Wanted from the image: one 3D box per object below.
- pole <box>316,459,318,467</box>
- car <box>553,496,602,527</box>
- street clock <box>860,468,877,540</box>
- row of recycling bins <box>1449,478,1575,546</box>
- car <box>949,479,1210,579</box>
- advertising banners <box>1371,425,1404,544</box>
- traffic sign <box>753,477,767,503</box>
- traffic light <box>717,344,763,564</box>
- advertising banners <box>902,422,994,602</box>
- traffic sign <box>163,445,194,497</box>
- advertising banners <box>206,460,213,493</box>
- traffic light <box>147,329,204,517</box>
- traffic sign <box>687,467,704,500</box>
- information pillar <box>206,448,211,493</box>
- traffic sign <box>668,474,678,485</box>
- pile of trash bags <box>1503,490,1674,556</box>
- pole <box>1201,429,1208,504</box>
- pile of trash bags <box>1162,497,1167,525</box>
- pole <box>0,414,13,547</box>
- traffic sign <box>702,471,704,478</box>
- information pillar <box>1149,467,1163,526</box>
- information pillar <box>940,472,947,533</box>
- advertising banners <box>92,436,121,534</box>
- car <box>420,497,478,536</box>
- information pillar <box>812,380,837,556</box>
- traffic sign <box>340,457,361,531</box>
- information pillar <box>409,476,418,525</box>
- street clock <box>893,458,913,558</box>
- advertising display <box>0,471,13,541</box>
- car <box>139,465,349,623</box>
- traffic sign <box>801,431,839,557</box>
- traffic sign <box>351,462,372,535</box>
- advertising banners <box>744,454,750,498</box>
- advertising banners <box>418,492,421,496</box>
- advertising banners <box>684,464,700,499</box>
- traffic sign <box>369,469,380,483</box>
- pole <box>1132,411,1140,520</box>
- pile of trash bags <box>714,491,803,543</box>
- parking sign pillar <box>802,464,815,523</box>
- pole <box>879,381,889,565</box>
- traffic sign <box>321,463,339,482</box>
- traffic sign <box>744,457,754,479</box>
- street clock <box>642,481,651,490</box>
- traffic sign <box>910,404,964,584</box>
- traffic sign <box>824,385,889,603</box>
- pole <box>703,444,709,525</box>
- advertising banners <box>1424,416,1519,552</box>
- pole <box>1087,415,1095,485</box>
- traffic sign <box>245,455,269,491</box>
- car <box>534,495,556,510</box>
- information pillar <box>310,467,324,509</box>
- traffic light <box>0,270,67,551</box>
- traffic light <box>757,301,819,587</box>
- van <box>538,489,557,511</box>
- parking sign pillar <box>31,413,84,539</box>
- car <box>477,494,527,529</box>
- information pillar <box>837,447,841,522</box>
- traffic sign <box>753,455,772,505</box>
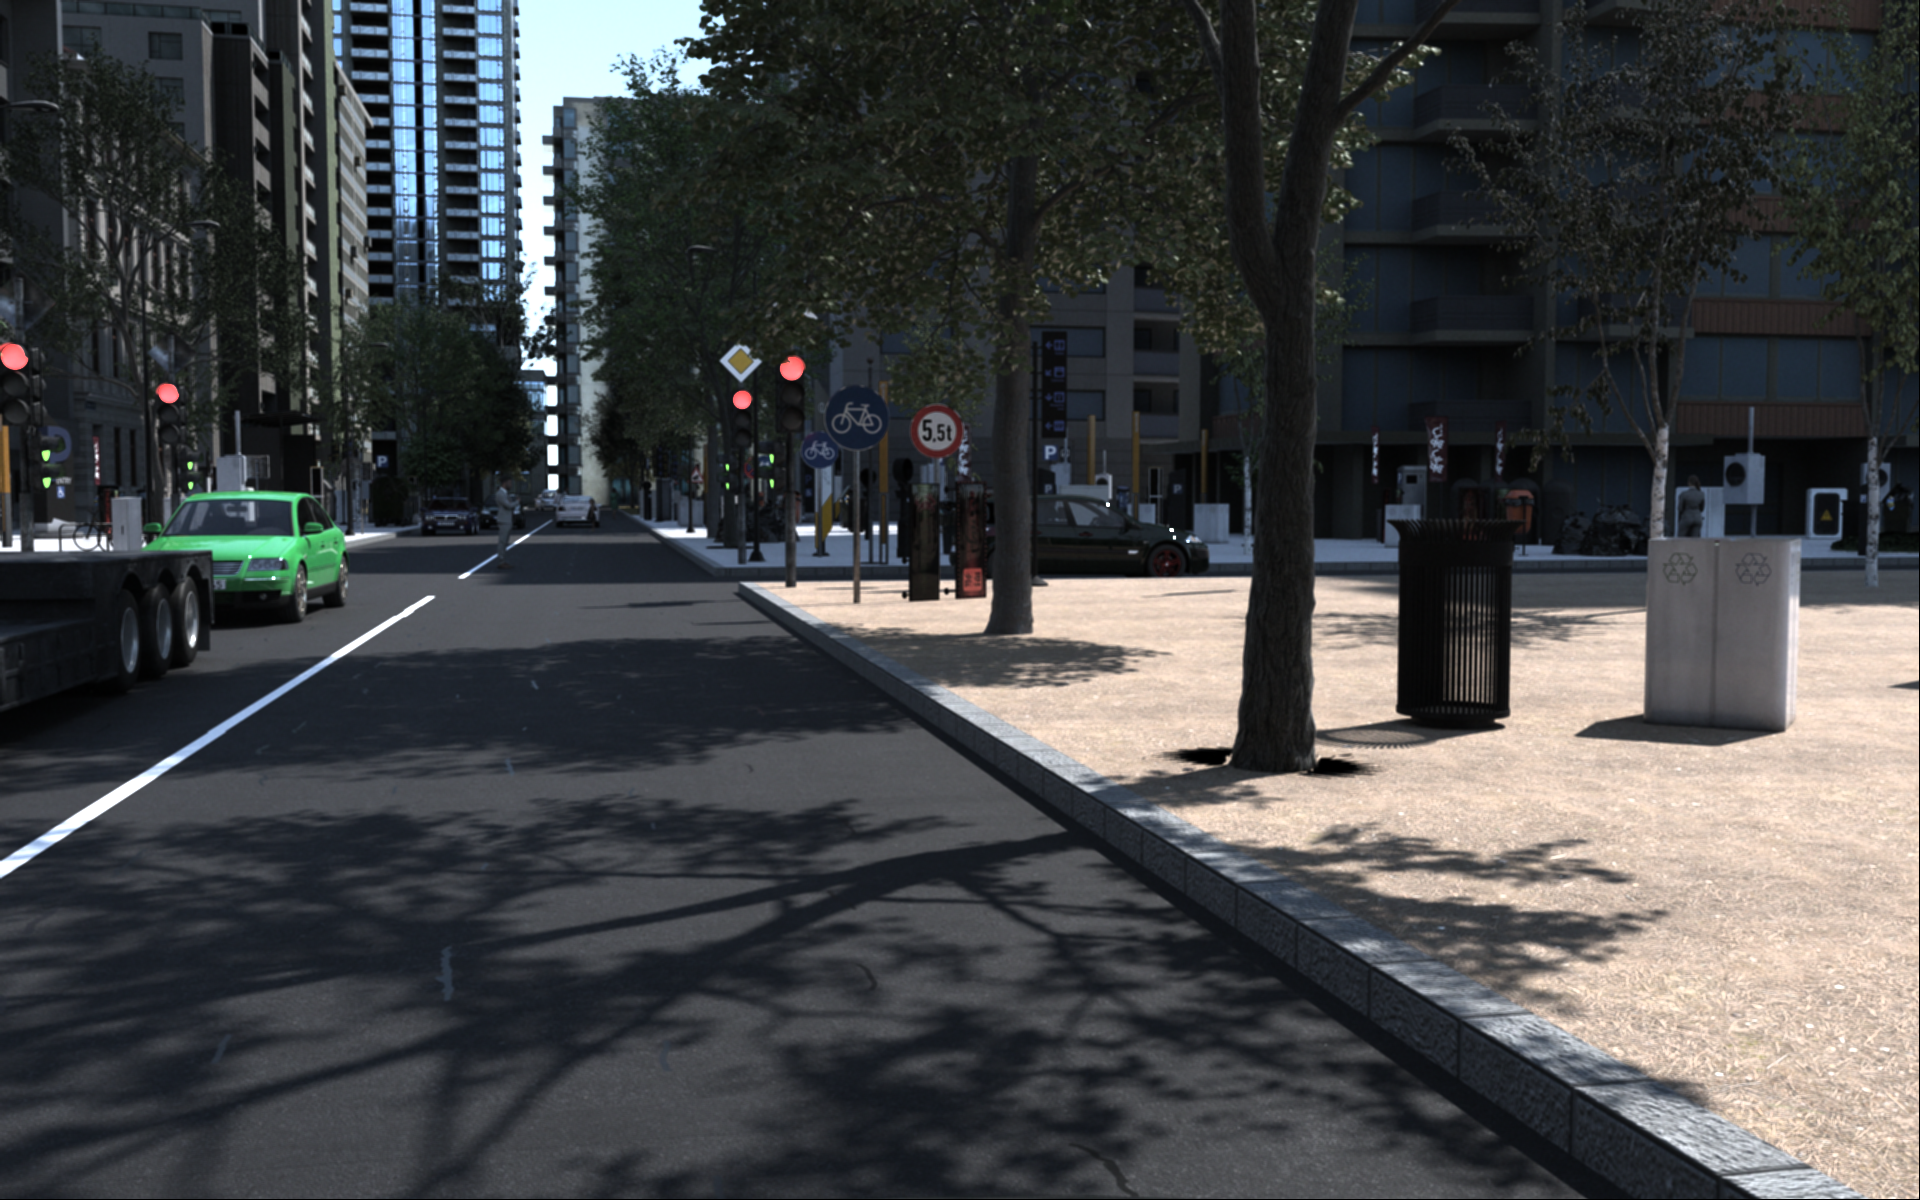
[{"bbox_3d":[-37.674,-6.577,101.378,0.158,3.312,0.155,0,3,0],"label":"pole"},{"bbox_3d":[-16.752,-3.886,75.898,2.083,1.381,4.827,-1,4,-12],"label":"car"},{"bbox_3d":[-2.575,-2.691,48.572,0.471,2.002,0.358,0,4,1],"label":"street clock"},{"bbox_3d":[14.072,-2.276,44.322,1.069,1.692,3.534,-3,5,-39],"label":"row of recycling bins"},{"bbox_3d":[1.920,-1.113,27.981,4.222,1.686,2.009,-1,4,-11],"label":"car"},{"bbox_3d":[11.083,-2.984,44.975,0.090,3.025,2.074,3,4,38],"label":"advertising banners"},{"bbox_3d":[-6.513,-3.559,58.201,0.884,2.594,0.081,0,4,-8],"label":"traffic sign"},{"bbox_3d":[-4.008,-2.610,31.591,0.839,4.253,0.868,-1,4,-12],"label":"traffic light"},{"bbox_3d":[0.111,-1.531,21.218,2.074,3.025,0.090,-3,5,-41],"label":"advertising banners"},{"bbox_3d":[-19.784,-2.679,43.901,0.768,2.556,0.104,0,4,-6],"label":"traffic sign"},{"bbox_3d":[-39.028,-5.741,90.048,0.090,3.025,2.074,-2,4,-33],"label":"advertising banners"},{"bbox_3d":[-13.408,-2.487,29.591,0.839,4.253,0.868,-1,4,-12],"label":"traffic light"},{"bbox_3d":[-12.426,-4.994,81.663,0.884,2.594,0.081,0,4,-4],"label":"traffic sign"},{"bbox_3d":[-37.356,-5.795,86.107,0.183,3.616,0.504,-1,4,-13],"label":"information pillar"},{"bbox_3d":[-16.174,-5.925,96.871,0.884,2.594,0.081,0,4,-6],"label":"traffic sign"},{"bbox_3d":[13.087,-1.626,36.334,3.447,1.369,1.912,0,4,-6],"label":"pile of trash bags"},{"bbox_3d":[7.684,-3.707,54.461,0.158,3.312,0.155,0,3,0],"label":"pole"},{"bbox_3d":[9.718,-3.842,72.570,3.447,1.369,1.912,2,4,28],"label":"pile of trash bags"},{"bbox_3d":[-22.932,-2.920,41.588,0.158,3.312,0.155,0,3,0],"label":"pole"},{"bbox_3d":[-11.904,-5.053,82.722,0.768,2.556,0.104,0,4,-6],"label":"traffic sign"},{"bbox_3d":[5.335,-2.617,47.281,0.304,2.012,0.304,1,4,22],"label":"information pillar"},{"bbox_3d":[-0.624,-3.225,57.219,0.304,2.012,0.304,-1,4,-20],"label":"information pillar"},{"bbox_3d":[-26.089,-3.472,52.962,0.090,3.025,2.074,0,4,-6],"label":"advertising banners"},{"bbox_3d":[-17.877,-2.944,60.716,1.945,1.354,3.894,-1,4,-12],"label":"car"},{"bbox_3d":[-2.834,-2.720,35.825,0.183,3.616,0.504,2,4,33],"label":"information pillar"},{"bbox_3d":[-20.748,-3.606,59.071,0.768,2.556,0.104,0,4,-6],"label":"traffic sign"},{"bbox_3d":[-22.724,-4.128,71.988,0.304,2.012,0.304,0,4,1],"label":"information pillar"},{"bbox_3d":[-1.150,-1.855,34.902,0.358,2.002,0.471,2,4,26],"label":"street clock"},{"bbox_3d":[-26.145,-2.543,46.794,0.974,1.923,0.123,-3,4,-37],"label":"advertising display"},{"bbox_3d":[-8.458,-0.718,20.538,1.959,1.807,4.718,-1,4,-10],"label":"car"},{"bbox_3d":[-2.844,-2.144,35.164,0.768,2.556,0.104,0,4,-4],"label":"traffic sign"},{"bbox_3d":[-18.894,-3.215,54.702,0.606,2.300,0.079,-1,4,-11],"label":"traffic sign"},{"bbox_3d":[-9.319,-4.868,75.778,0.090,3.025,2.074,0,4,-1],"label":"advertising banners"},{"bbox_3d":[-30.981,-6.417,101.102,2.074,3.025,0.090,1,4,16],"label":"advertising banners"},{"bbox_3d":[-15.578,-6.393,100.708,0.090,3.025,2.074,-2,4,-34],"label":"advertising banners"},{"bbox_3d":[-27.271,-4.857,80.590,0.795,2.450,0.064,0,4,-4],"label":"traffic sign"},{"bbox_3d":[4.329,-2.989,42.713,0.158,3.312,0.155,0,3,0],"label":"pole"},{"bbox_3d":[-5.189,-2.279,47.011,1.912,1.369,3.447,1,4,20],"label":"pile of trash bags"},{"bbox_3d":[-6.329,-5.370,76.278,1.447,3.967,1.447,2,4,27],"label":"parking sign pillar"},{"bbox_3d":[-1.379,-2.292,31.321,0.158,3.312,0.155,0,3,0],"label":"pole"},{"bbox_3d":[-25.587,-4.291,70.267,0.768,2.556,0.104,0,4,-3],"label":"traffic sign"},{"bbox_3d":[-6.946,-3.580,58.644,0.768,2.556,0.104,0,4,-4],"label":"traffic sign"},{"bbox_3d":[-17.662,-5.697,97.723,0.471,2.002,0.358,-3,5,-44],"label":"street clock"},{"bbox_3d":[-0.326,-1.496,24.562,0.768,2.556,0.104,0,4,-3],"label":"traffic sign"},{"bbox_3d":[-1.214,-1.237,20.324,0.768,2.556,0.104,-1,4,-11],"label":"traffic sign"},{"bbox_3d":[-10.354,-4.700,70.695,0.158,3.312,0.155,0,3,0],"label":"pole"},{"bbox_3d":[11.375,-2.590,38.530,2.074,3.025,0.090,1,4,13],"label":"advertising banners"},{"bbox_3d":[3.385,-3.110,44.690,0.158,3.312,0.155,0,3,0],"label":"pole"},{"bbox_3d":[-18.613,-2.676,45.883,0.606,2.300,0.079,0,4,-4],"label":"traffic sign"},{"bbox_3d":[-37.211,-8.767,155.699,2.083,1.381,4.827,-1,4,-13],"label":"car"},{"bbox_3d":[-17.348,-2.586,46.774,0.304,2.012,0.304,-1,4,-15],"label":"information pillar"},{"bbox_3d":[-11.752,-2.010,21.778,0.839,4.253,0.868,-1,4,-12],"label":"traffic light"},{"bbox_3d":[-2.352,-2.132,23.779,0.839,4.253,0.868,-1,4,-12],"label":"traffic light"},{"bbox_3d":[-35.079,-8.644,148.341,2.013,2.044,4.112,-1,4,-13],"label":"van"},{"bbox_3d":[-26.124,-3.758,49.909,1.447,3.967,1.447,0,4,6],"label":"parking sign pillar"},{"bbox_3d":[-18.983,-3.799,71.905,2.009,1.686,4.222,-1,4,-12],"label":"car"},{"bbox_3d":[-5.555,-5.349,78.810,0.183,3.616,0.504,2,4,25],"label":"information pillar"},{"bbox_3d":[-6.446,-3.491,57.191,0.768,2.556,0.104,-1,4,-10],"label":"traffic sign"}]
